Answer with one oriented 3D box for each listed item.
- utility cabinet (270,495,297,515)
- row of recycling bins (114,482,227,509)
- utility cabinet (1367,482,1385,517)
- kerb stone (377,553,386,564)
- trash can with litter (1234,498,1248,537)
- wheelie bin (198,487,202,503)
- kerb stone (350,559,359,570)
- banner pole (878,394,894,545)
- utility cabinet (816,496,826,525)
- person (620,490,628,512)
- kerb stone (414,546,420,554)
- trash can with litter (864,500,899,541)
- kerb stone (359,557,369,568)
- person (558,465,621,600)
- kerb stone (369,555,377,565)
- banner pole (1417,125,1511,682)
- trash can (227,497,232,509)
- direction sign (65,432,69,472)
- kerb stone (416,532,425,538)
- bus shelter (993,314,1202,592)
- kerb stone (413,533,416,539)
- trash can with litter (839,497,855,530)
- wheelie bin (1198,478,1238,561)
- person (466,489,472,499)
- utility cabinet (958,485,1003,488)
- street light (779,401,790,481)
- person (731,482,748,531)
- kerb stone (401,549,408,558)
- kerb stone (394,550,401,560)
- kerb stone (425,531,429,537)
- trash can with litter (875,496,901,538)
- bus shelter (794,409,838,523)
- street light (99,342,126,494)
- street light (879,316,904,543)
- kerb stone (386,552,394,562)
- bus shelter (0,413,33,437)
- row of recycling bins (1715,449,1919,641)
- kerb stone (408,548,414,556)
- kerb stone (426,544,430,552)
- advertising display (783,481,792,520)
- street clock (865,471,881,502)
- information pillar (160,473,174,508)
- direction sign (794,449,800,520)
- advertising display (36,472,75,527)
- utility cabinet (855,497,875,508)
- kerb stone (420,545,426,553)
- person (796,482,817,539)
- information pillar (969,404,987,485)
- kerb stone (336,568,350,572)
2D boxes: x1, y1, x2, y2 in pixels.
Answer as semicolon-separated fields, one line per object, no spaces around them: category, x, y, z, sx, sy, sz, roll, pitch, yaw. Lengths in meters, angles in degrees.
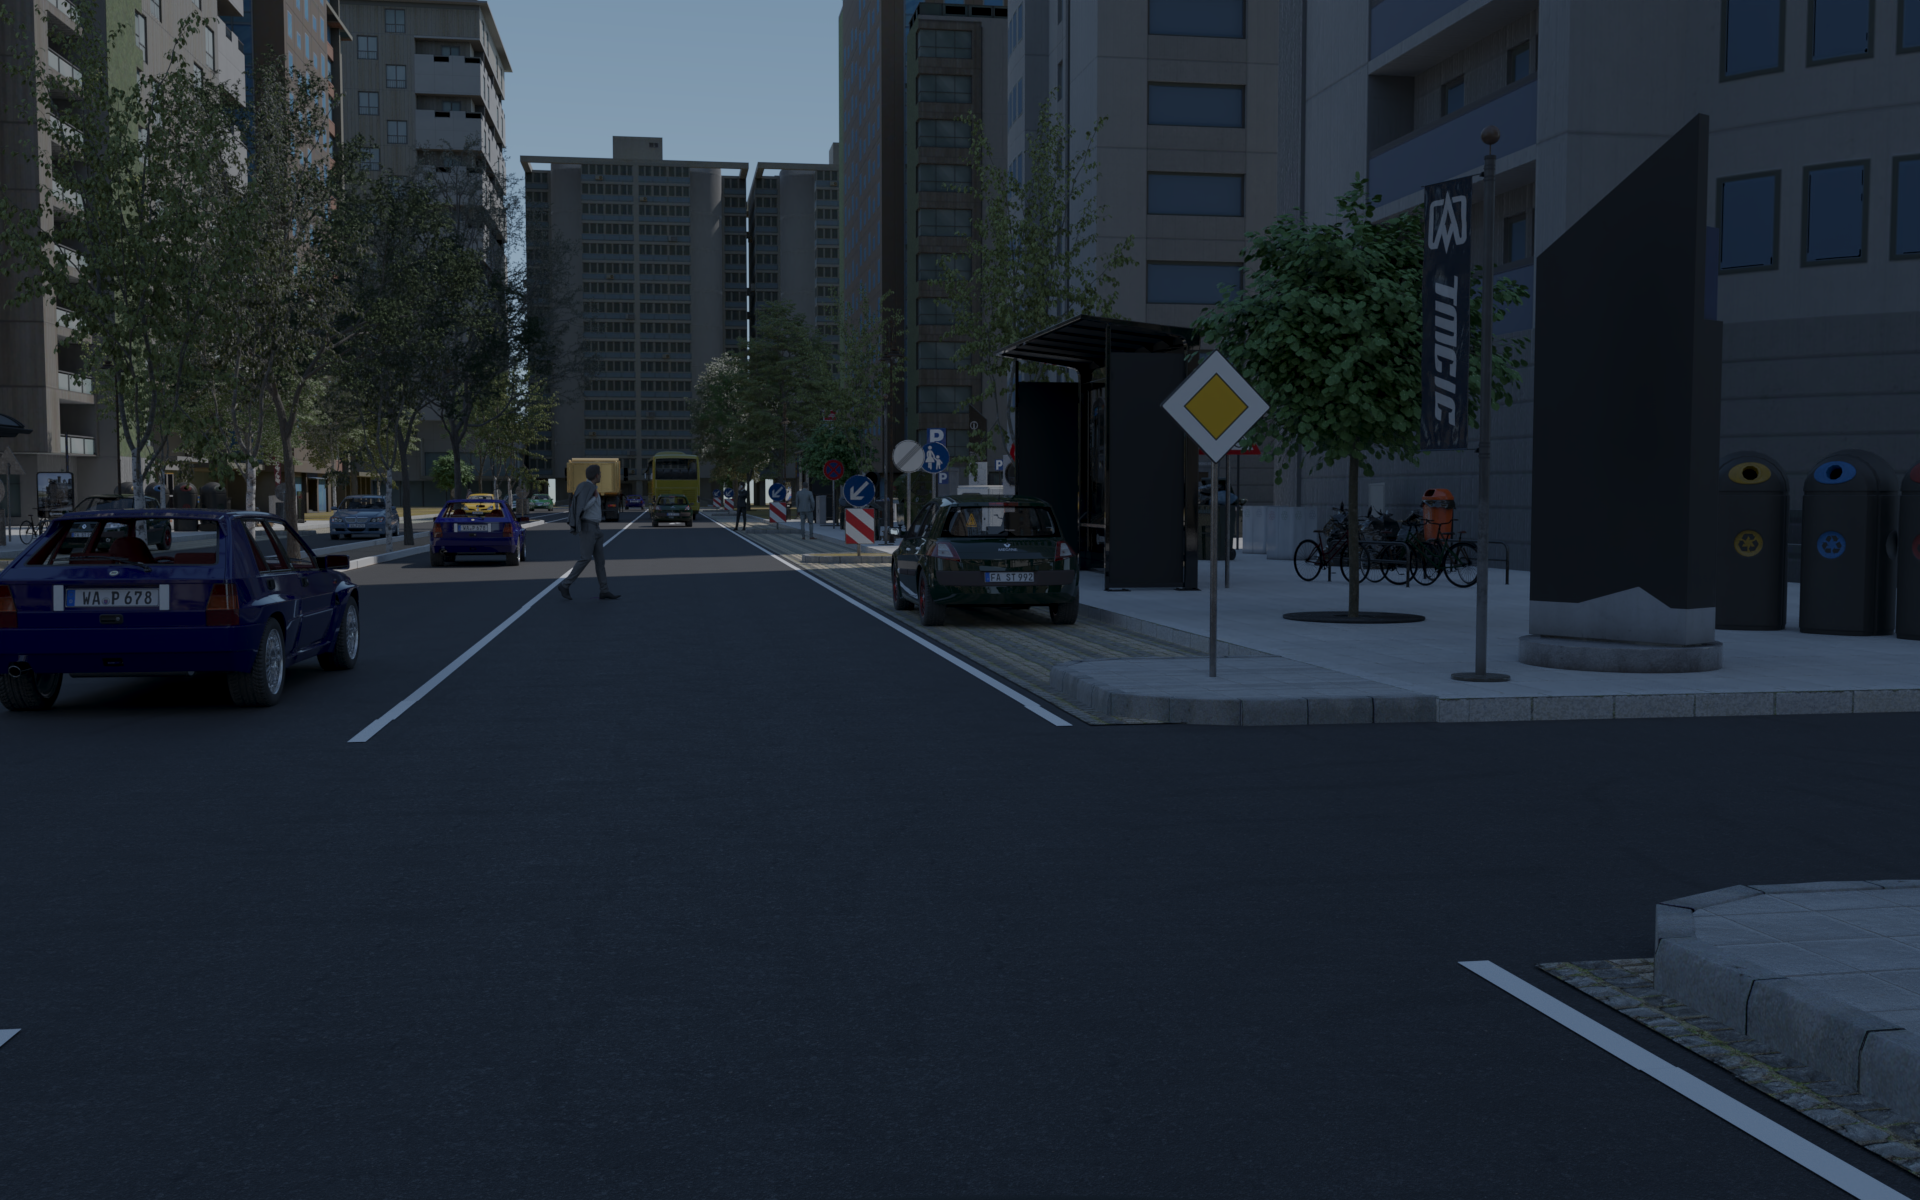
utility cabinet;-30.359;-4.086;77.974;1.020;1.237;0.306;0;4;3
row of recycling bins;-26.869;-3.171;58.967;3.534;1.692;1.069;-3;4;-37
utility cabinet;7.994;-1.507;33.311;0.318;1.500;1.173;1;4;13
kerb stone;-12.095;-0.836;35.879;0.120;0.150;1.000;-1;4;-10
trash can with litter;8.023;-2.428;51.085;0.624;1.170;1.055;-2;4;-26
wheelie bin;-33.529;-4.241;77.246;0.980;1.594;0.693;-2;4;-29
kerb stone;-11.584;-0.647;32.832;0.120;0.150;1.000;-1;4;-10
banner pole;-1.859;-3.250;43.149;0.401;3.779;0.863;0;4;0
utility cabinet;-5.871;-3.791;73.146;0.306;1.237;1.020;-1;4;-13
person;-26.887;-7.842;137.233;1.217;1.766;0.721;-3;4;-36
kerb stone;-12.952;-1.146;40.926;0.120;0.150;1.000;-1;4;-10
trash can with litter;-2.179;-2.213;47.576;1.055;1.170;0.624;1;4;20
kerb stone;-11.746;-0.711;33.854;0.120;0.150;1.000;-1;4;-10
person;-5.040;-0.910;23.484;0.850;1.850;0.679;0;4;0
kerb stone;-11.931;-0.773;34.863;0.120;0.150;1.000;-1;4;-10
banner pole;3.495;-1.349;12.080;0.401;3.779;0.863;-2;4;-28
trash can;-31.334;-3.790;73.620;0.748;1.137;0.748;0;3;0
direction sign;-32.567;-4.356;63.210;0.379;3.537;0.876;-2;4;-31
kerb stone;-17.726;-2.109;56.685;0.120;0.150;1.000;-1;4;-10
bus shelter;1.906;-2.114;25.849;1.731;3.624;6.357;-1;4;-10
kerb stone;-17.395;-1.985;54.655;0.120;0.150;1.000;-1;4;-10
trash can with litter;-3.992;-3.102;62.101;0.624;1.170;1.055;-1;4;-14
wheelie bin;4.954;-1.569;33.563;0.980;1.594;0.693;3;5;43
person;-31.683;-6.282;111.877;0.621;1.740;0.551;-1;4;-15
utility cabinet;0.535;-2.172;44.195;1.173;1.500;0.318;0;4;1
street light;-8.705;-6.933;86.135;0.468;5.910;1.993;-1;4;-10
person;-8.547;-3.643;67.423;0.648;1.900;0.474;3;5;40
kerb stone;-12.604;-1.022;38.908;0.120;0.150;1.000;-1;4;-10
kerb stone;-12.437;-0.960;37.899;0.120;0.150;1.000;-1;4;-10
kerb stone;-17.906;-2.171;57.704;0.120;0.150;1.000;-1;4;-10
trash can with litter;-1.815;-2.401;50.311;2.233;1.210;1.678;-1;4;-20
bus shelter;-6.422;-6.236;79.584;2.179;5.291;8.768;-1;4;-10
street light;-24.095;-4.696;49.571;0.468;5.910;1.993;-1;4;-10
street light;-1.791;-4.428;45.180;0.468;5.910;1.993;-1;4;-10
kerb stone;-12.261;-0.899;36.890;0.120;0.150;1.000;-1;4;-10
bus shelter;-23.449;-2.820;40.024;2.014;3.302;5.546;-1;4;-10
row of recycling bins;8.418;-0.520;15.614;1.069;1.692;3.534;-3;5;-41
kerb stone;-12.780;-1.084;39.915;0.120;0.150;1.000;-1;4;-10
kerb stone;-13.283;-1.262;42.958;0.120;0.150;1.000;-1;4;-10
advertising display;-8.409;-4.844;84.406;0.123;1.923;0.974;1;4;13
street clock;-2.791;-3.113;55.475;0.471;2.002;0.358;2;4;24
information pillar;-27.804;-3.442;60.768;0.304;2.012;0.304;1;4;20
direction sign;-8.159;-5.797;86.781;0.379;3.537;0.876;-1;4;-15
advertising display;-26.077;-2.737;49.958;0.974;1.923;0.123;-1;4;-12
utility cabinet;-4.689;-4.663;84.911;0.318;1.500;1.173;-3;5;-44
kerb stone;-13.117;-1.207;41.948;0.120;0.150;1.000;-1;4;-10
person;-4.836;-2.798;54.346;0.635;1.810;0.391;0;4;6
information pillar;0.454;-3.274;44.886;0.504;3.616;0.183;1;4;18
kerb stone;-11.413;-0.588;31.821;0.120;0.150;1.000;-1;4;-10
